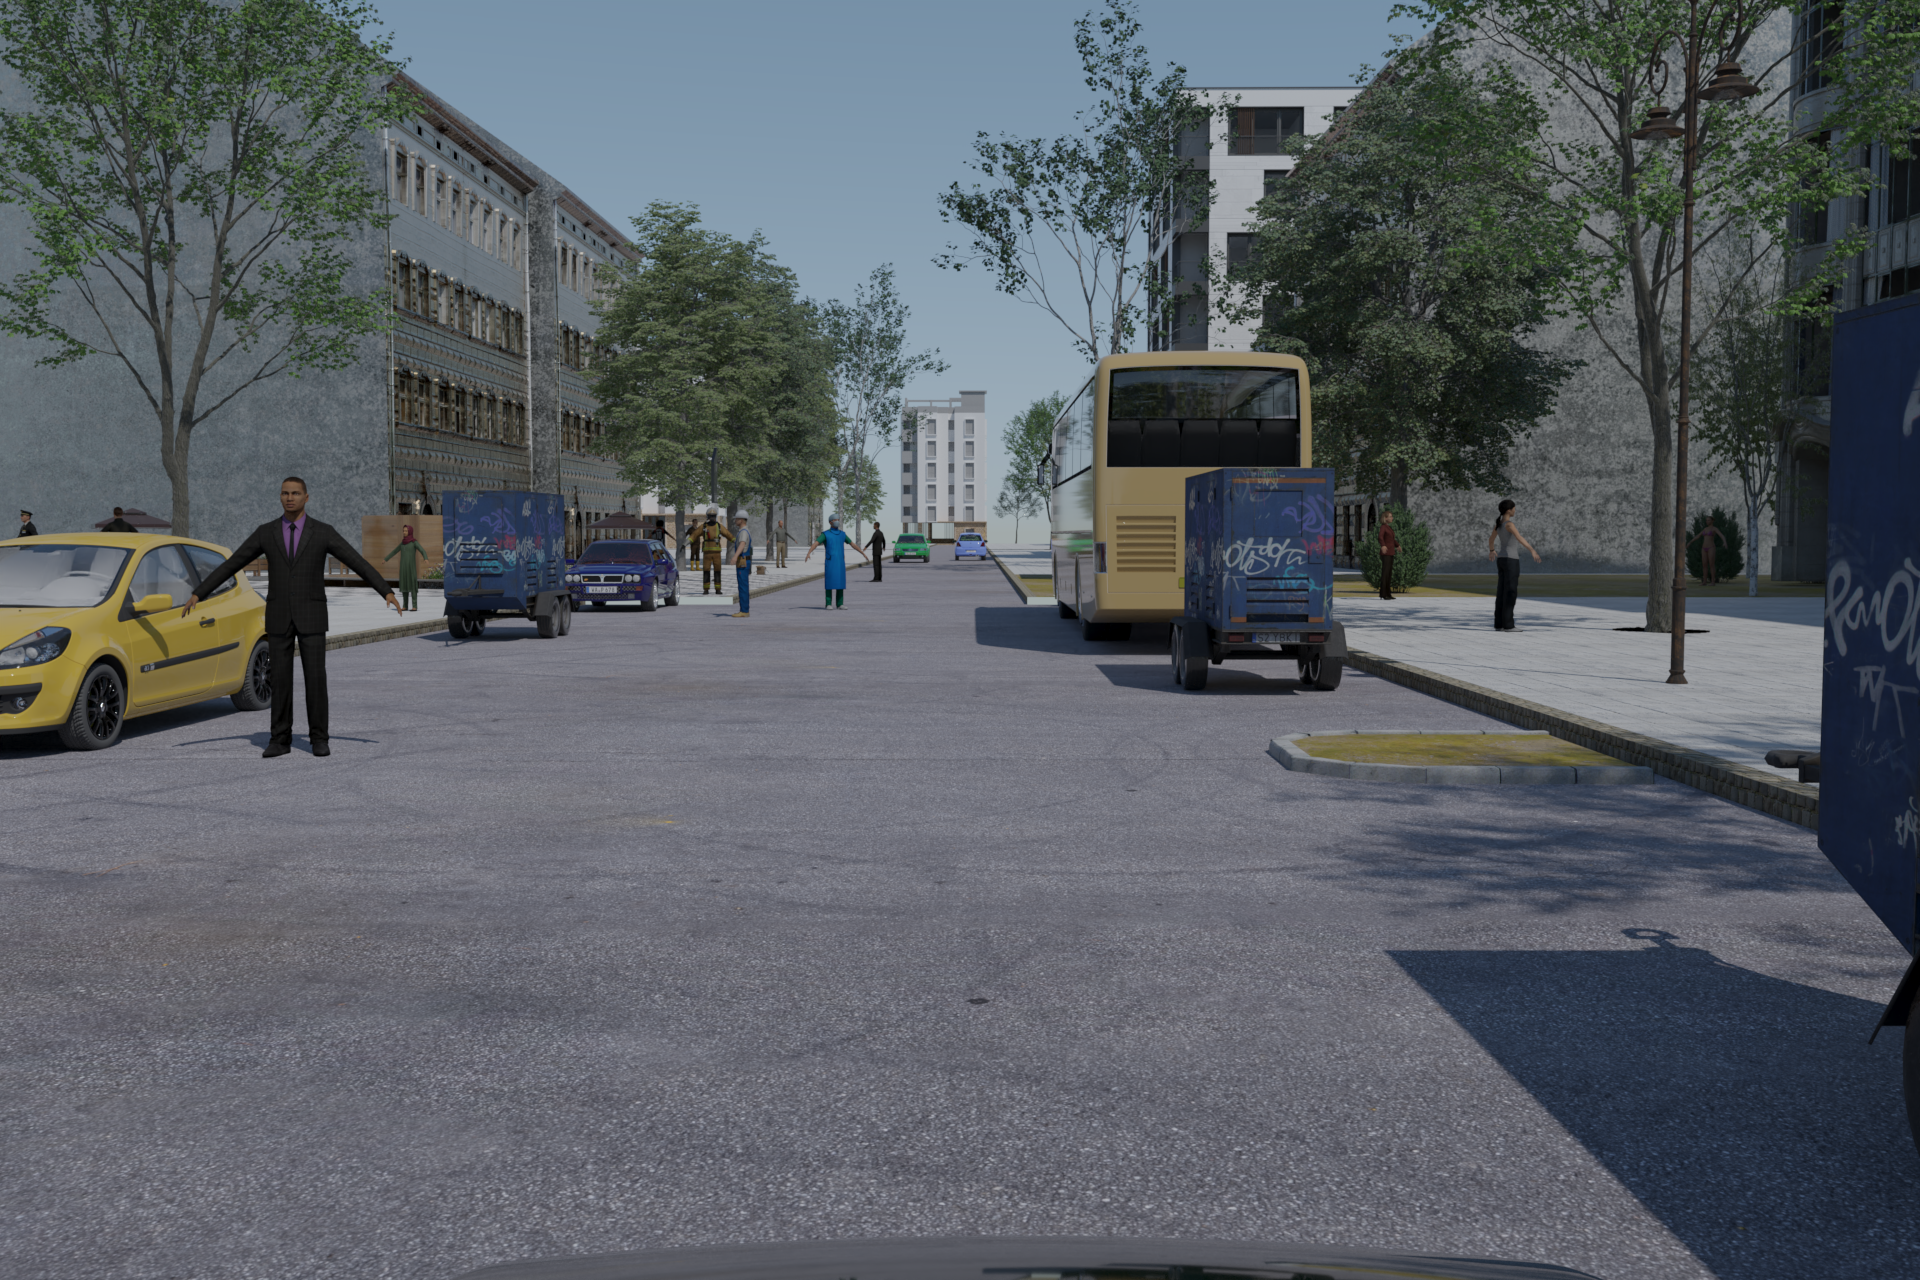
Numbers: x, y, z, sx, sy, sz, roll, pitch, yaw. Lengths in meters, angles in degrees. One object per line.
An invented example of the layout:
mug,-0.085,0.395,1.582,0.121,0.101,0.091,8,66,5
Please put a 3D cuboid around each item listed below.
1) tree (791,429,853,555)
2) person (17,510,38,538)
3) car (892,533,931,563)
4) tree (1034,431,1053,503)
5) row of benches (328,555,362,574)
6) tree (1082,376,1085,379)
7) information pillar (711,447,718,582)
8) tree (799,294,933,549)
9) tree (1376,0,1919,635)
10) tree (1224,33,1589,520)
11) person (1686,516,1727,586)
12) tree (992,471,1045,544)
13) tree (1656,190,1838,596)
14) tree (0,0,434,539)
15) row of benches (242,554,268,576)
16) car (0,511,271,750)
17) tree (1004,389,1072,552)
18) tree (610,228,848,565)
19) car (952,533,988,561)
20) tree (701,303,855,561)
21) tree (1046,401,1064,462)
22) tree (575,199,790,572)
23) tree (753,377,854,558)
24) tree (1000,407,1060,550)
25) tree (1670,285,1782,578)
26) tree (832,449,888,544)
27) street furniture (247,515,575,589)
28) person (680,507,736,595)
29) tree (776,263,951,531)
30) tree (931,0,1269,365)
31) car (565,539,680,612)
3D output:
tree,-9.254,-9.542,106.370,4.360,8.622,3.978,0,3,0
person,-21.337,-2.057,39.572,1.347,1.837,0.705,3,4,38
car,-2.434,-4.793,87.168,1.959,1.807,4.718,0,4,0
tree,6.899,-9.627,107.764,4.737,8.622,4.395,0,3,0
row of benches,-18.706,-2.359,54.035,1.422,0.672,4.104,-3,5,-40
tree,6.962,-7.631,75.125,4.737,8.622,4.395,0,3,0
information pillar,-6.603,-3.379,46.606,0.183,3.616,0.504,0,4,2
tree,-8.514,-17.310,138.906,12.611,20.169,13.585,0,3,0
tree,9.032,-5.910,22.383,9.928,11.665,9.643,0,3,0
tree,11.743,-8.525,46.043,9.857,13.997,8.962,0,3,0
person,18.516,-2.210,42.931,0.721,1.733,1.217,-2,4,-26
tree,7.867,-18.200,231.985,7.601,10.594,8.767,0,4,-1
tree,16.635,-5.228,35.840,4.360,8.622,3.978,0,3,0
tree,-12.180,-6.180,26.807,9.928,11.665,9.643,0,3,0
row of benches,-21.456,-2.199,51.414,1.422,0.672,4.104,1,4,20
car,-6.509,-0.151,12.696,2.015,1.641,3.980,0,4,1
tree,7.101,-12.072,123.135,9.928,11.665,9.643,0,3,0
tree,-9.471,-10.057,71.094,9.857,13.997,8.962,0,3,0
car,0.559,-5.184,94.344,1.945,1.707,3.694,0,4,-1
tree,-8.633,-10.004,81.700,7.486,12.596,7.792,0,3,0
tree,5.927,-8.596,90.913,4.360,8.622,3.978,0,3,0
tree,-9.505,-8.651,59.569,7.486,12.596,7.792,0,3,0
tree,-9.056,-9.639,92.006,8.767,10.594,7.601,3,4,37
tree,7.282,-13.039,138.935,9.928,11.665,9.643,0,3,0
tree,22.654,-6.081,49.781,4.737,8.622,4.395,0,3,0
tree,-13.343,-19.109,230.553,7.486,12.596,7.792,0,3,0
street furniture,-11.964,-2.282,44.168,9.812,1.723,11.010,2,4,29
person,-5.235,-1.883,36.563,1.354,1.858,0.705,-1,4,-13
tree,-7.447,-16.205,120.836,12.611,20.169,13.585,0,3,0
tree,4.962,-12.714,63.769,12.611,20.169,13.585,0,3,0
car,-6.478,-1.263,33.222,1.945,1.354,3.894,0,3,0
